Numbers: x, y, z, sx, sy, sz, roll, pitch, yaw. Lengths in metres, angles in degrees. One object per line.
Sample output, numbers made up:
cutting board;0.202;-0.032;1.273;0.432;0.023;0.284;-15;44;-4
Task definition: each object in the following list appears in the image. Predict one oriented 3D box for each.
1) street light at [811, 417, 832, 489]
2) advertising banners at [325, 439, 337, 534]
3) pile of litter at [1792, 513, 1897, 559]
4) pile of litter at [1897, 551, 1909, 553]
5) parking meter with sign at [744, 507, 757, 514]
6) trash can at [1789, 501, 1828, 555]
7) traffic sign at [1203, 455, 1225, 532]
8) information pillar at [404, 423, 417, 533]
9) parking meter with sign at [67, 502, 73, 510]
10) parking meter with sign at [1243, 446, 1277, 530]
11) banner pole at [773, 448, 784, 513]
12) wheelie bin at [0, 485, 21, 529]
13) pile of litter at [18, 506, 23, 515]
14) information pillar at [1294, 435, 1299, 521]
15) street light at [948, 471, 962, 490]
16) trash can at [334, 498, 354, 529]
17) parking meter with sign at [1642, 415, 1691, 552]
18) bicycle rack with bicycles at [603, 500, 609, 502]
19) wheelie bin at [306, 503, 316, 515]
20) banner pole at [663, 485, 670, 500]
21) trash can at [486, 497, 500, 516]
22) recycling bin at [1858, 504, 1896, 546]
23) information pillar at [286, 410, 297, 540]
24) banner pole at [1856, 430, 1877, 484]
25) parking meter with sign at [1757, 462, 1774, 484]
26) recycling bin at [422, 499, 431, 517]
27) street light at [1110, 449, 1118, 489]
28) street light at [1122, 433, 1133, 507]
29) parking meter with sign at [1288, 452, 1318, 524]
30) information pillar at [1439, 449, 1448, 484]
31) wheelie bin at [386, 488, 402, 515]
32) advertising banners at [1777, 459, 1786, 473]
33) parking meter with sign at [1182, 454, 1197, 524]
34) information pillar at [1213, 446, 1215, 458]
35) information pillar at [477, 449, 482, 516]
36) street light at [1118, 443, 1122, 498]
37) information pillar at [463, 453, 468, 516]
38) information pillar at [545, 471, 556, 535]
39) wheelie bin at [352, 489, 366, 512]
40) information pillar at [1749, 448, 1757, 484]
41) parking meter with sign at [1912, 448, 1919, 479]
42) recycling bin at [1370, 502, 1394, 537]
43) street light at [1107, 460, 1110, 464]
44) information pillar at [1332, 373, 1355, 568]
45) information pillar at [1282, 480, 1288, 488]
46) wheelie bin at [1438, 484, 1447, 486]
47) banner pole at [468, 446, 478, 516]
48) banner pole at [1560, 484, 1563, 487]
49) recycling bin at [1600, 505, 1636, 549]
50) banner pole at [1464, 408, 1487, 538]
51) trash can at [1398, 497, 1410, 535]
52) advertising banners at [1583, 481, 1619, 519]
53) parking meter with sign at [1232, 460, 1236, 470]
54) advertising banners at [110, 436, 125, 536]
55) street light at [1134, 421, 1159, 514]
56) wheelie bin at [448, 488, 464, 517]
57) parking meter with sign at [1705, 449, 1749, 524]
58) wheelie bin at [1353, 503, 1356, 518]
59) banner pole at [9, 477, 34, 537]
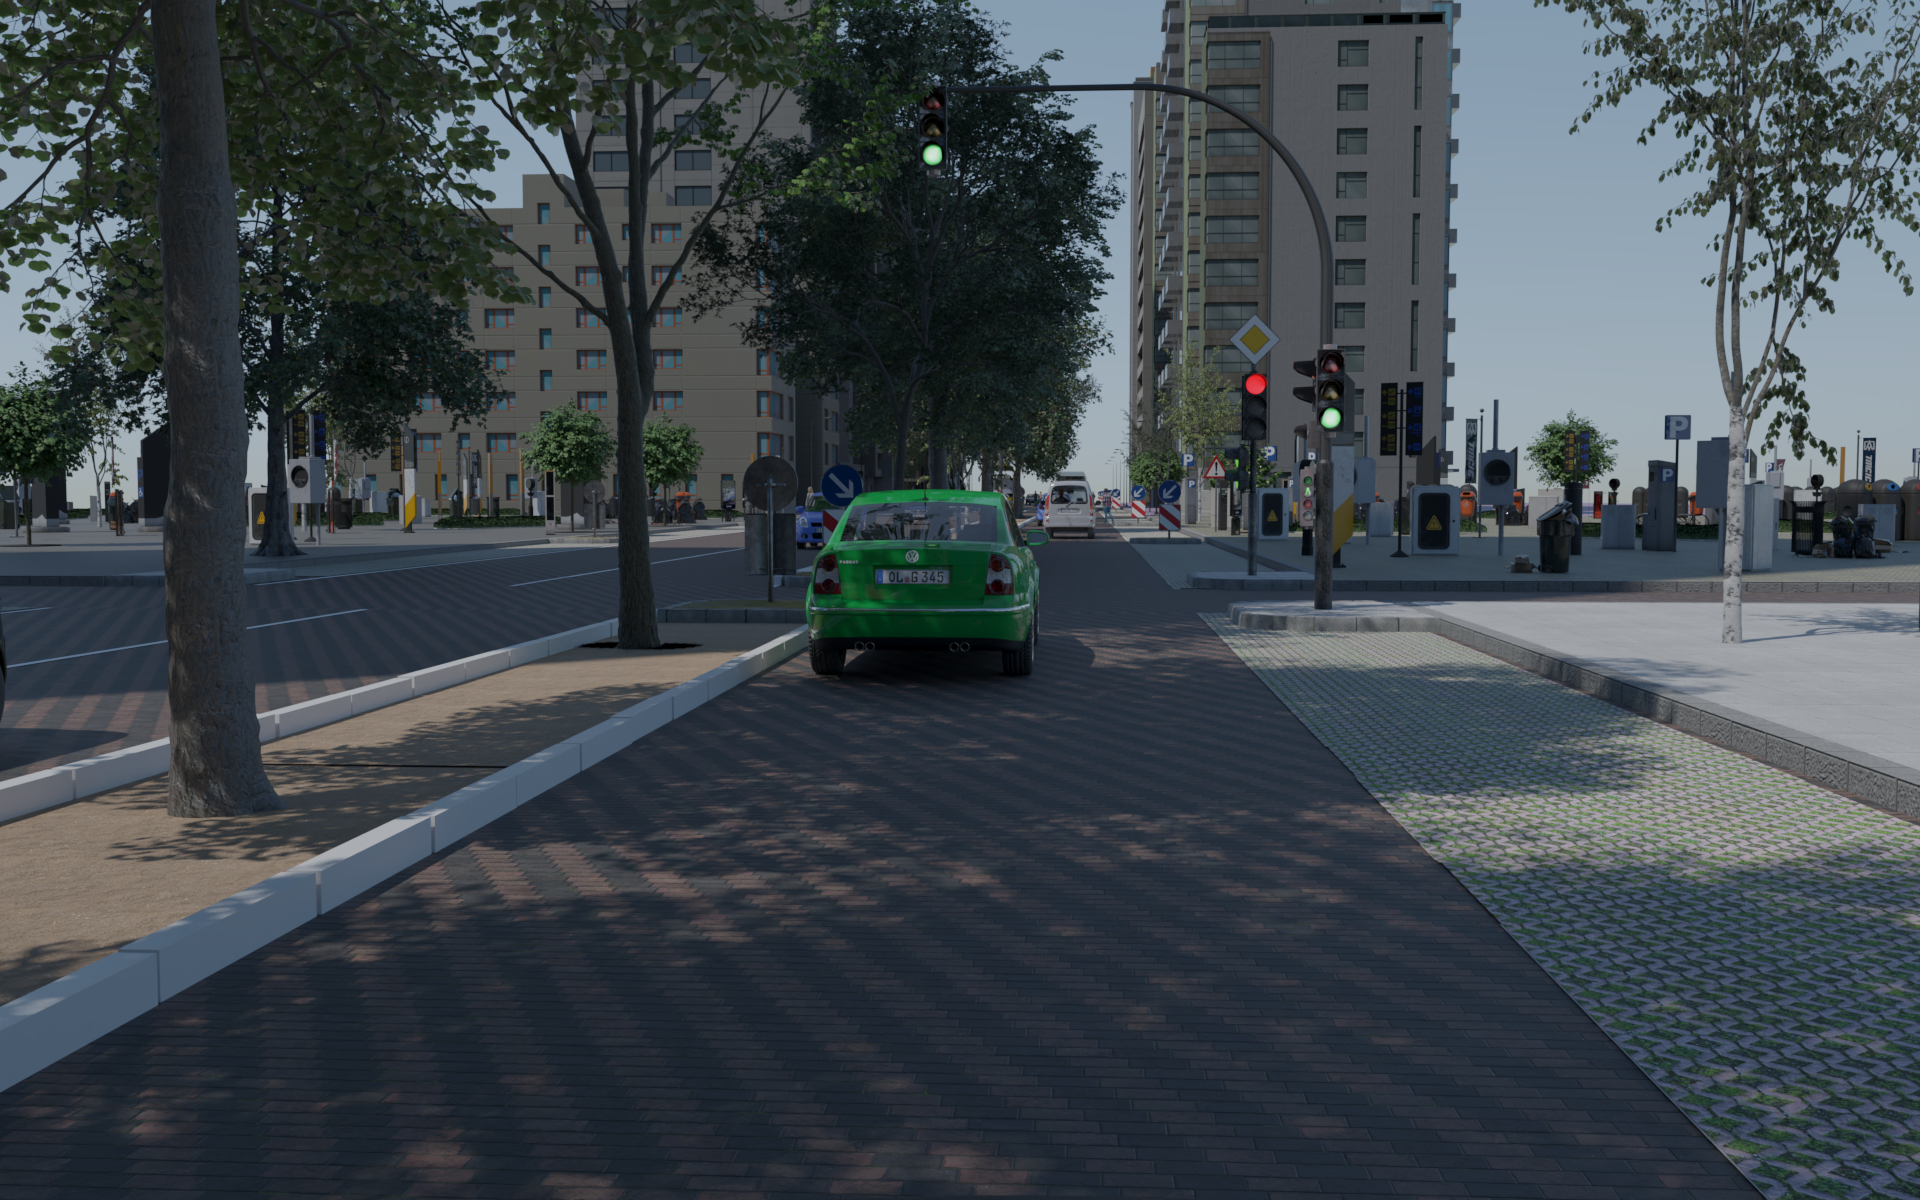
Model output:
street light;-8.406;-8.085;104.730;1.470;5.913;1.316;0;4;4
advertising banners;-20.429;-3.676;56.298;0.090;3.025;2.074;-2;4;-29
pile of litter;17.745;-1.281;34.902;1.719;0.858;1.176;3;4;38
pile of litter;20.023;-1.482;38.192;1.719;0.858;1.176;2;4;33
parking meter with sign;-11.642;-6.335;99.839;1.738;3.016;0.543;1;4;18
trash can;17.812;-1.513;36.395;0.748;1.137;0.748;0;3;0
traffic sign;8.597;-3.556;58.138;0.884;2.594;0.081;0;4;7
information pillar;-18.069;-4.009;56.909;0.504;3.616;0.183;2;4;32
parking meter with sign;-50.602;-6.163;97.031;1.738;3.016;0.543;0;4;6
parking meter with sign;10.684;-4.010;61.831;0.543;3.016;1.738;3;4;36
banner pole;-9.772;-6.352;93.874;0.863;3.779;0.401;2;4;26
wheelie bin;-34.878;-3.387;63.287;0.693;1.594;0.980;2;4;26
pile of litter;-42.171;-3.903;77.782;1.719;0.858;1.176;3;4;38
information pillar;12.089;-4.338;62.284;0.183;3.616;0.504;1;4;18
street light;-0.850;-14.590;211.080;1.470;5.913;1.316;0;4;4
trash can;-22.541;-3.161;63.329;0.748;1.137;0.748;0;3;0
parking meter with sign;15.835;-2.615;39.013;0.543;3.016;1.738;0;4;3
bicycle rack with bicycles;-21.327;-5.250;99.211;2.852;0.926;2.925;-3;5;-40
wheelie bin;-29.045;-4.251;77.414;0.980;1.594;0.693;-1;4;-22
banner pole;-15.072;-6.060;89.100;0.401;3.779;0.863;1;4;20
trash can;-23.856;-4.702;88.539;0.748;1.137;0.748;0;3;0
recycling bin;22.837;-1.873;43.173;0.722;1.027;0.722;1;4;17
information pillar;-18.769;-3.502;48.615;0.183;3.616;0.504;0;4;-4
banner pole;35.220;-4.738;67.491;0.863;3.779;0.401;1;4;21
parking meter with sign;43.939;-6.071;95.518;1.738;3.016;0.543;-1;4;-17
recycling bin;-29.996;-5.142;96.632;0.722;1.027;0.722;1;4;10
street light;17.636;-13.418;191.931;1.470;5.913;1.316;0;4;4
street light;13.363;-9.765;132.205;1.470;5.913;1.316;0;4;4
parking meter with sign;13.790;-4.564;70.890;1.738;3.016;0.543;-2;4;-31
information pillar;24.804;-5.971;88.980;0.504;3.616;0.183;0;4;-1
wheelie bin;-29.623;-5.067;90.746;0.980;1.594;0.693;2;4;31
advertising banners;39.982;-5.484;85.844;2.074;3.025;0.090;-1;4;-12
parking meter with sign;9.820;-4.747;73.871;0.543;3.016;1.738;0;4;0
information pillar;12.464;-5.739;85.184;0.183;3.616;0.504;0;4;3
information pillar;-25.068;-6.057;90.382;0.183;3.616;0.504;0;4;2
street light;15.114;-11.176;155.272;1.470;5.913;1.316;0;4;4
information pillar;-28.230;-6.578;98.909;0.183;3.616;0.504;-3;4;-37
information pillar;-12.805;-3.035;54.118;0.304;2.012;0.304;-1;4;-14
wheelie bin;-34.923;-5.651;100.298;0.693;1.594;0.980;3;4;39
information pillar;40.751;-5.975;89.049;0.504;3.616;0.183;-2;4;-27
parking meter with sign;36.597;-4.203;64.986;0.543;3.016;1.738;-1;4;-15
recycling bin;12.713;-2.435;52.371;0.722;1.027;0.722;1;4;20
street light;19.389;-14.855;215.417;1.470;5.913;1.316;0;4;4
information pillar;6.605;-2.368;30.080;0.504;3.616;0.183;-1;4;-20
information pillar;16.563;-5.122;88.243;0.304;2.012;0.304;0;4;1
wheelie bin;15.334;-2.882;55.025;0.693;1.594;0.980;3;4;38
banner pole;-25.578;-6.175;90.985;0.401;3.779;0.863;2;4;35
banner pole;25.097;-4.981;71.454;0.401;3.779;0.863;-2;4;-32
recycling bin;15.464;-1.722;40.706;0.722;1.027;0.722;1;4;17
banner pole;15.036;-3.703;50.564;0.863;3.779;0.401;-2;4;-28
trash can;14.107;-2.615;54.412;0.748;1.137;0.748;0;3;0
advertising banners;33.157;-5.730;89.866;2.074;3.025;0.090;0;4;-3
parking meter with sign;11.516;-4.359;67.531;1.738;3.016;0.543;1;4;16
advertising banners;-25.760;-3.471;52.936;0.090;3.025;2.074;-1;4;-18
street light;11.887;-8.373;109.443;1.470;5.913;1.316;0;4;4
wheelie bin;-25.683;-4.920;88.350;0.693;1.594;0.980;-2;4;-30
parking meter with sign;29.422;-4.298;66.527;1.738;3.016;0.543;-2;4;-24
wheelie bin;18.080;-4.467;80.939;0.980;1.594;0.693;-1;4;-12
banner pole;-27.914;-3.762;51.534;0.401;3.779;0.863;2;4;24
